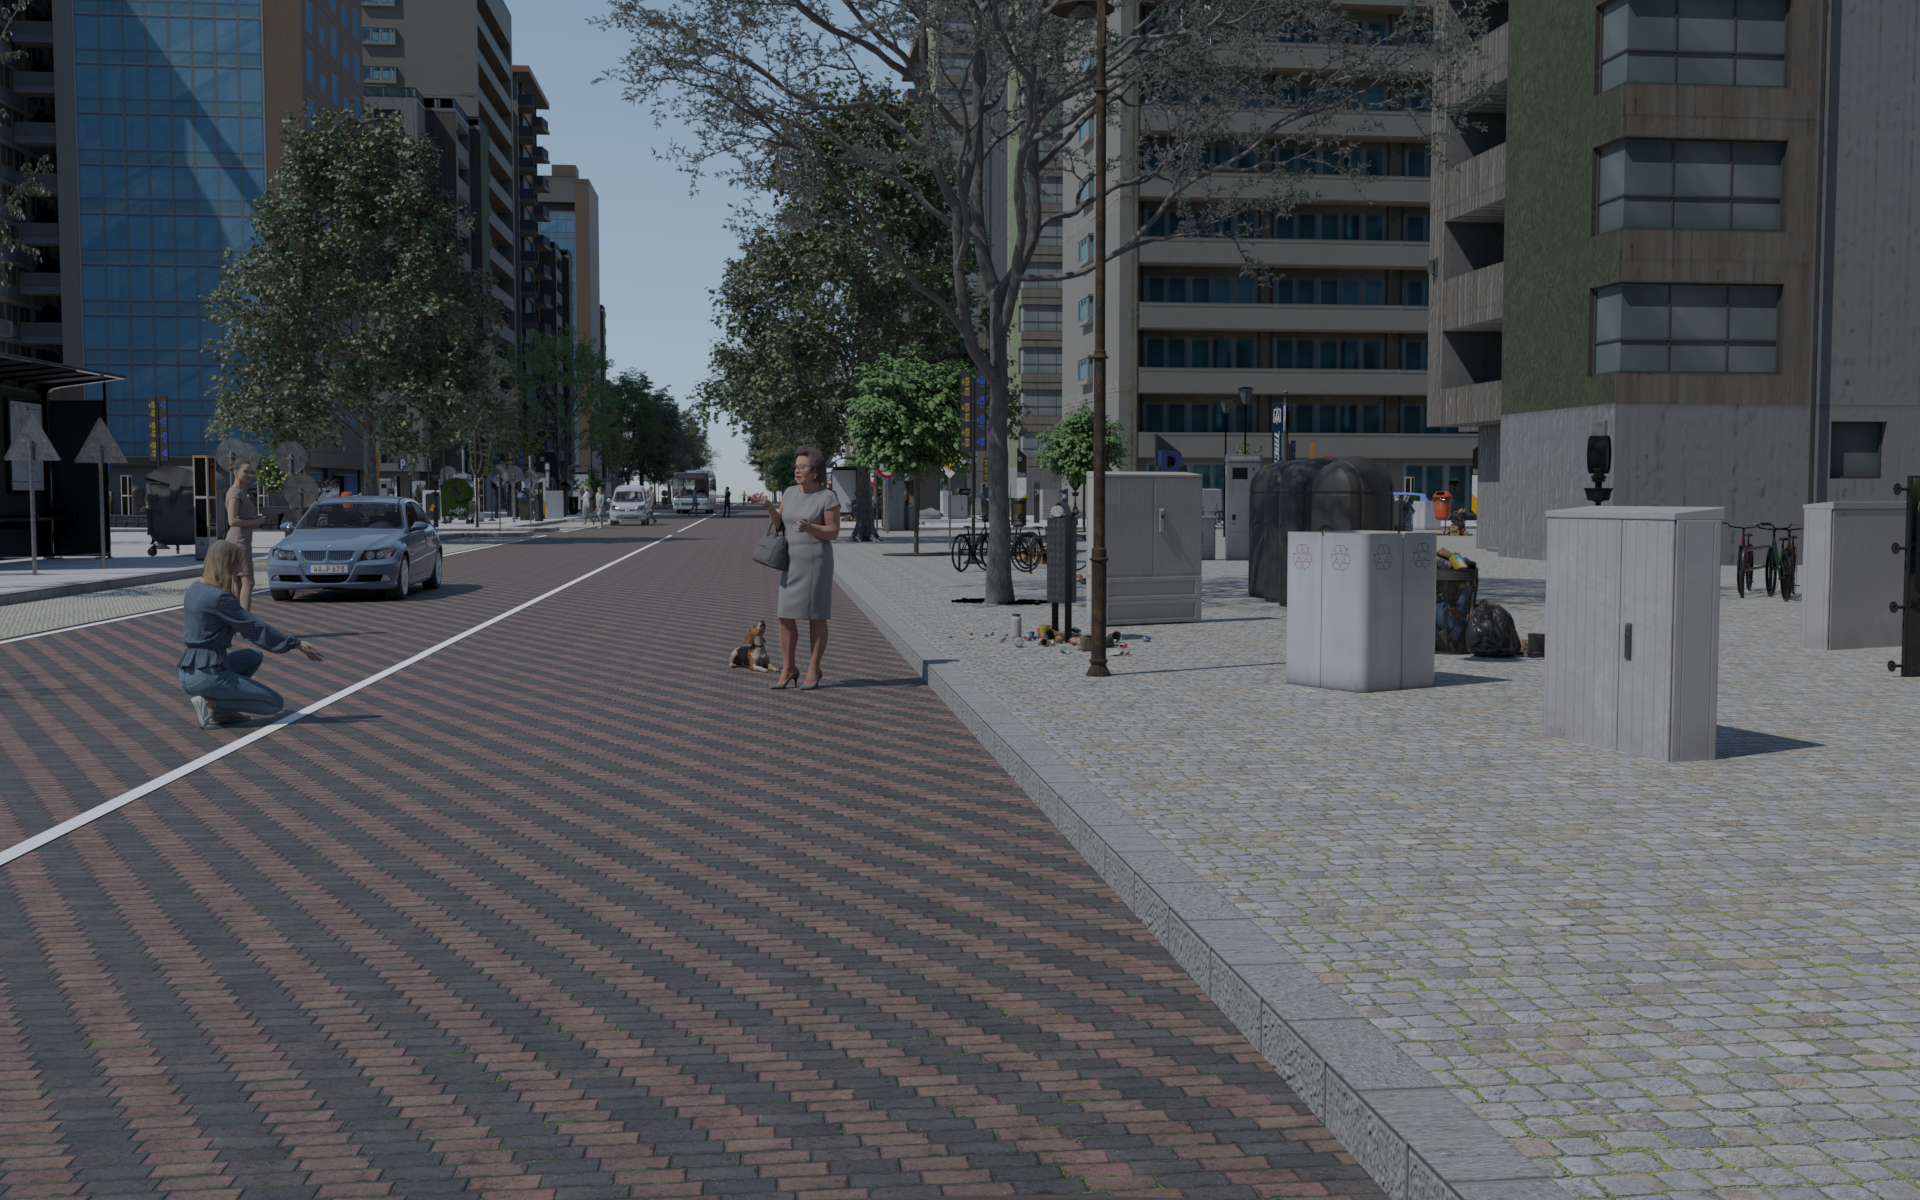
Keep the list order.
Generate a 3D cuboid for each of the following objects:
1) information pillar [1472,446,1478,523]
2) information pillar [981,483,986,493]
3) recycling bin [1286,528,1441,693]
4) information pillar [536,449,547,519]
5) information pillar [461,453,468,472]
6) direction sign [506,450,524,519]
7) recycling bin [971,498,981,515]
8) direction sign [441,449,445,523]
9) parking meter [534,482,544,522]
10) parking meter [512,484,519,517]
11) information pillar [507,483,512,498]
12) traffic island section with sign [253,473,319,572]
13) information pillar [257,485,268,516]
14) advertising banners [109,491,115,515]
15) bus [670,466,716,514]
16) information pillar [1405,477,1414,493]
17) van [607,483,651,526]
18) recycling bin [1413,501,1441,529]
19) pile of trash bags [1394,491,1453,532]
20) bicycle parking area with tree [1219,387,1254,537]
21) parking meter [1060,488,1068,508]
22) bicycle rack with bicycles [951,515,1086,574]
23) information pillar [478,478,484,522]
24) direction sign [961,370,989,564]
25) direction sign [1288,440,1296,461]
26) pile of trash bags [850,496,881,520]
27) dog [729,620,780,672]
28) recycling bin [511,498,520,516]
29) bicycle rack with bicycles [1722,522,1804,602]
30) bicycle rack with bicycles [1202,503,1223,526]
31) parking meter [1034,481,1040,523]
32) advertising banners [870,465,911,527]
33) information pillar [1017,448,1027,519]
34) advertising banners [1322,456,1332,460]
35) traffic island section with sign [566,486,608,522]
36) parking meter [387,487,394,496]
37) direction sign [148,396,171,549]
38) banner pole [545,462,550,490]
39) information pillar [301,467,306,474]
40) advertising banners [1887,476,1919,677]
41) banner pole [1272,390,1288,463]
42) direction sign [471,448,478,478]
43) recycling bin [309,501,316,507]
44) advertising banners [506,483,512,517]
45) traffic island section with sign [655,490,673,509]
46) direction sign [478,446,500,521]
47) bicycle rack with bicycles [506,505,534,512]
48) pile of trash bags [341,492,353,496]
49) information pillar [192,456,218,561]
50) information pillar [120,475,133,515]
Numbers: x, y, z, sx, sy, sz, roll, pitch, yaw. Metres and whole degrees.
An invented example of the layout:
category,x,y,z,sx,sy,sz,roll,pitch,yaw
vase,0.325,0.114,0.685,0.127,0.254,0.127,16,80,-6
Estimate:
category,x,y,z,sx,sy,sz,roll,pitch,yaw
information pillar,22.692,-5.167,75.831,0.504,3.616,0.183,2,4,25
information pillar,1.601,-6.997,118.887,0.304,2.012,0.304,-1,4,-12
recycling bin,2.684,0.058,11.602,0.722,1.027,0.722,-2,4,-33
information pillar,-21.441,-5.949,88.626,0.504,3.616,0.183,-1,4,-19
information pillar,-28.282,-6.582,98.967,0.504,3.616,0.183,2,4,31
direction sign,-22.639,-5.879,88.112,0.876,3.537,0.379,-2,4,-23
recycling bin,0.803,-5.614,104.349,0.722,1.027,0.722,3,4,38
direction sign,-22.535,-5.118,75.681,0.379,3.537,0.876,-1,4,-18
parking meter,-19.713,-4.607,81.038,0.255,1.863,0.399,2,4,26
parking meter,-24.635,-5.524,96.029,0.255,1.863,0.399,1,4,18
information pillar,-30.898,-6.988,118.751,0.304,2.012,0.304,-2,4,-27
traffic island section with sign,-12.502,-1.469,32.644,1.989,1.847,2.006,0,4,-7
information pillar,-28.803,-4.103,71.576,0.304,2.012,0.304,1,4,11
advertising banners,-38.645,-5.004,78.005,2.074,3.025,0.090,3,4,36
bus,-19.718,-8.202,128.965,2.948,3.499,13.247,0,4,-6
information pillar,19.431,-4.308,74.921,0.304,2.012,0.304,3,5,40
van,-15.248,-4.462,79.959,2.013,2.044,4.112,0,4,-8
recycling bin,16.697,-3.020,61.926,0.722,1.027,0.722,-1,4,-19
pile of trash bags,14.284,-2.831,56.041,3.447,1.369,1.912,3,5,40
bicycle parking area with tree,7.628,-3.797,49.089,9.016,4.147,8.231,1,4,16
parking meter,4.499,-4.078,75.084,0.372,1.533,0.369,0,3,0
bicycle rack with bicycles,1.022,-0.959,29.058,2.925,0.926,2.852,-3,5,-39
information pillar,-22.187,-4.613,79.913,0.304,2.012,0.304,2,4,30
direction sign,0.247,-2.433,31.769,0.379,3.537,0.876,-2,4,-30
direction sign,13.855,-4.948,72.891,0.379,3.537,0.876,3,5,44
pile of trash bags,-4.594,-4.727,87.032,1.912,1.369,3.447,-1,4,-19
dog,-1.652,0.363,14.263,0.550,0.427,0.748,1,4,12
recycling bin,-26.250,-5.530,102.972,0.722,1.027,0.722,2,4,25
bicycle rack with bicycles,10.669,-0.495,21.478,2.852,0.926,2.925,3,4,36
bicycle rack with bicycles,11.003,-3.459,69.935,2.925,0.926,2.852,2,4,27
parking meter,3.397,-4.337,76.617,0.255,1.863,0.399,0,4,4
advertising banners,-2.823,-4.357,67.429,2.074,3.025,0.090,2,4,28
information pillar,3.109,-5.883,87.545,0.504,3.616,0.183,1,4,16
advertising banners,17.288,-5.023,78.309,2.074,3.025,0.090,3,4,38
traffic island section with sign,-19.059,-4.887,88.536,1.989,1.847,2.006,0,4,-7
parking meter,-21.291,-3.460,64.985,0.372,1.533,0.369,0,3,0
direction sign,-18.609,-2.952,40.268,0.876,3.537,0.379,3,4,39
banner pole,-28.659,-7.940,119.836,0.863,3.779,0.401,2,4,33
information pillar,-30.031,-5.376,79.248,0.183,3.616,0.504,0,4,-8
advertising banners,7.545,-0.979,12.189,2.074,3.025,0.090,-1,4,-8
banner pole,7.752,-3.178,41.977,0.401,3.779,0.863,-1,4,-18
direction sign,-23.519,-5.673,84.758,0.379,3.537,0.876,3,5,44
recycling bin,-33.051,-4.596,87.697,0.722,1.027,0.722,-3,5,-41
advertising banners,-25.424,-6.213,97.777,0.090,3.025,2.074,-1,4,-23
traffic island section with sign,-28.025,-9.552,164.802,1.989,1.847,2.006,0,4,-7
direction sign,-22.239,-5.517,82.202,0.876,3.537,0.379,-2,4,-34
bicycle rack with bicycles,-28.534,-6.120,113.439,2.852,0.926,2.925,3,4,37
pile of trash bags,-25.099,-3.842,72.577,1.912,1.369,3.447,0,4,2
information pillar,-14.504,-1.761,33.289,0.304,2.012,0.304,0,4,7
information pillar,-32.712,-3.884,67.999,0.304,2.012,0.304,0,4,1
